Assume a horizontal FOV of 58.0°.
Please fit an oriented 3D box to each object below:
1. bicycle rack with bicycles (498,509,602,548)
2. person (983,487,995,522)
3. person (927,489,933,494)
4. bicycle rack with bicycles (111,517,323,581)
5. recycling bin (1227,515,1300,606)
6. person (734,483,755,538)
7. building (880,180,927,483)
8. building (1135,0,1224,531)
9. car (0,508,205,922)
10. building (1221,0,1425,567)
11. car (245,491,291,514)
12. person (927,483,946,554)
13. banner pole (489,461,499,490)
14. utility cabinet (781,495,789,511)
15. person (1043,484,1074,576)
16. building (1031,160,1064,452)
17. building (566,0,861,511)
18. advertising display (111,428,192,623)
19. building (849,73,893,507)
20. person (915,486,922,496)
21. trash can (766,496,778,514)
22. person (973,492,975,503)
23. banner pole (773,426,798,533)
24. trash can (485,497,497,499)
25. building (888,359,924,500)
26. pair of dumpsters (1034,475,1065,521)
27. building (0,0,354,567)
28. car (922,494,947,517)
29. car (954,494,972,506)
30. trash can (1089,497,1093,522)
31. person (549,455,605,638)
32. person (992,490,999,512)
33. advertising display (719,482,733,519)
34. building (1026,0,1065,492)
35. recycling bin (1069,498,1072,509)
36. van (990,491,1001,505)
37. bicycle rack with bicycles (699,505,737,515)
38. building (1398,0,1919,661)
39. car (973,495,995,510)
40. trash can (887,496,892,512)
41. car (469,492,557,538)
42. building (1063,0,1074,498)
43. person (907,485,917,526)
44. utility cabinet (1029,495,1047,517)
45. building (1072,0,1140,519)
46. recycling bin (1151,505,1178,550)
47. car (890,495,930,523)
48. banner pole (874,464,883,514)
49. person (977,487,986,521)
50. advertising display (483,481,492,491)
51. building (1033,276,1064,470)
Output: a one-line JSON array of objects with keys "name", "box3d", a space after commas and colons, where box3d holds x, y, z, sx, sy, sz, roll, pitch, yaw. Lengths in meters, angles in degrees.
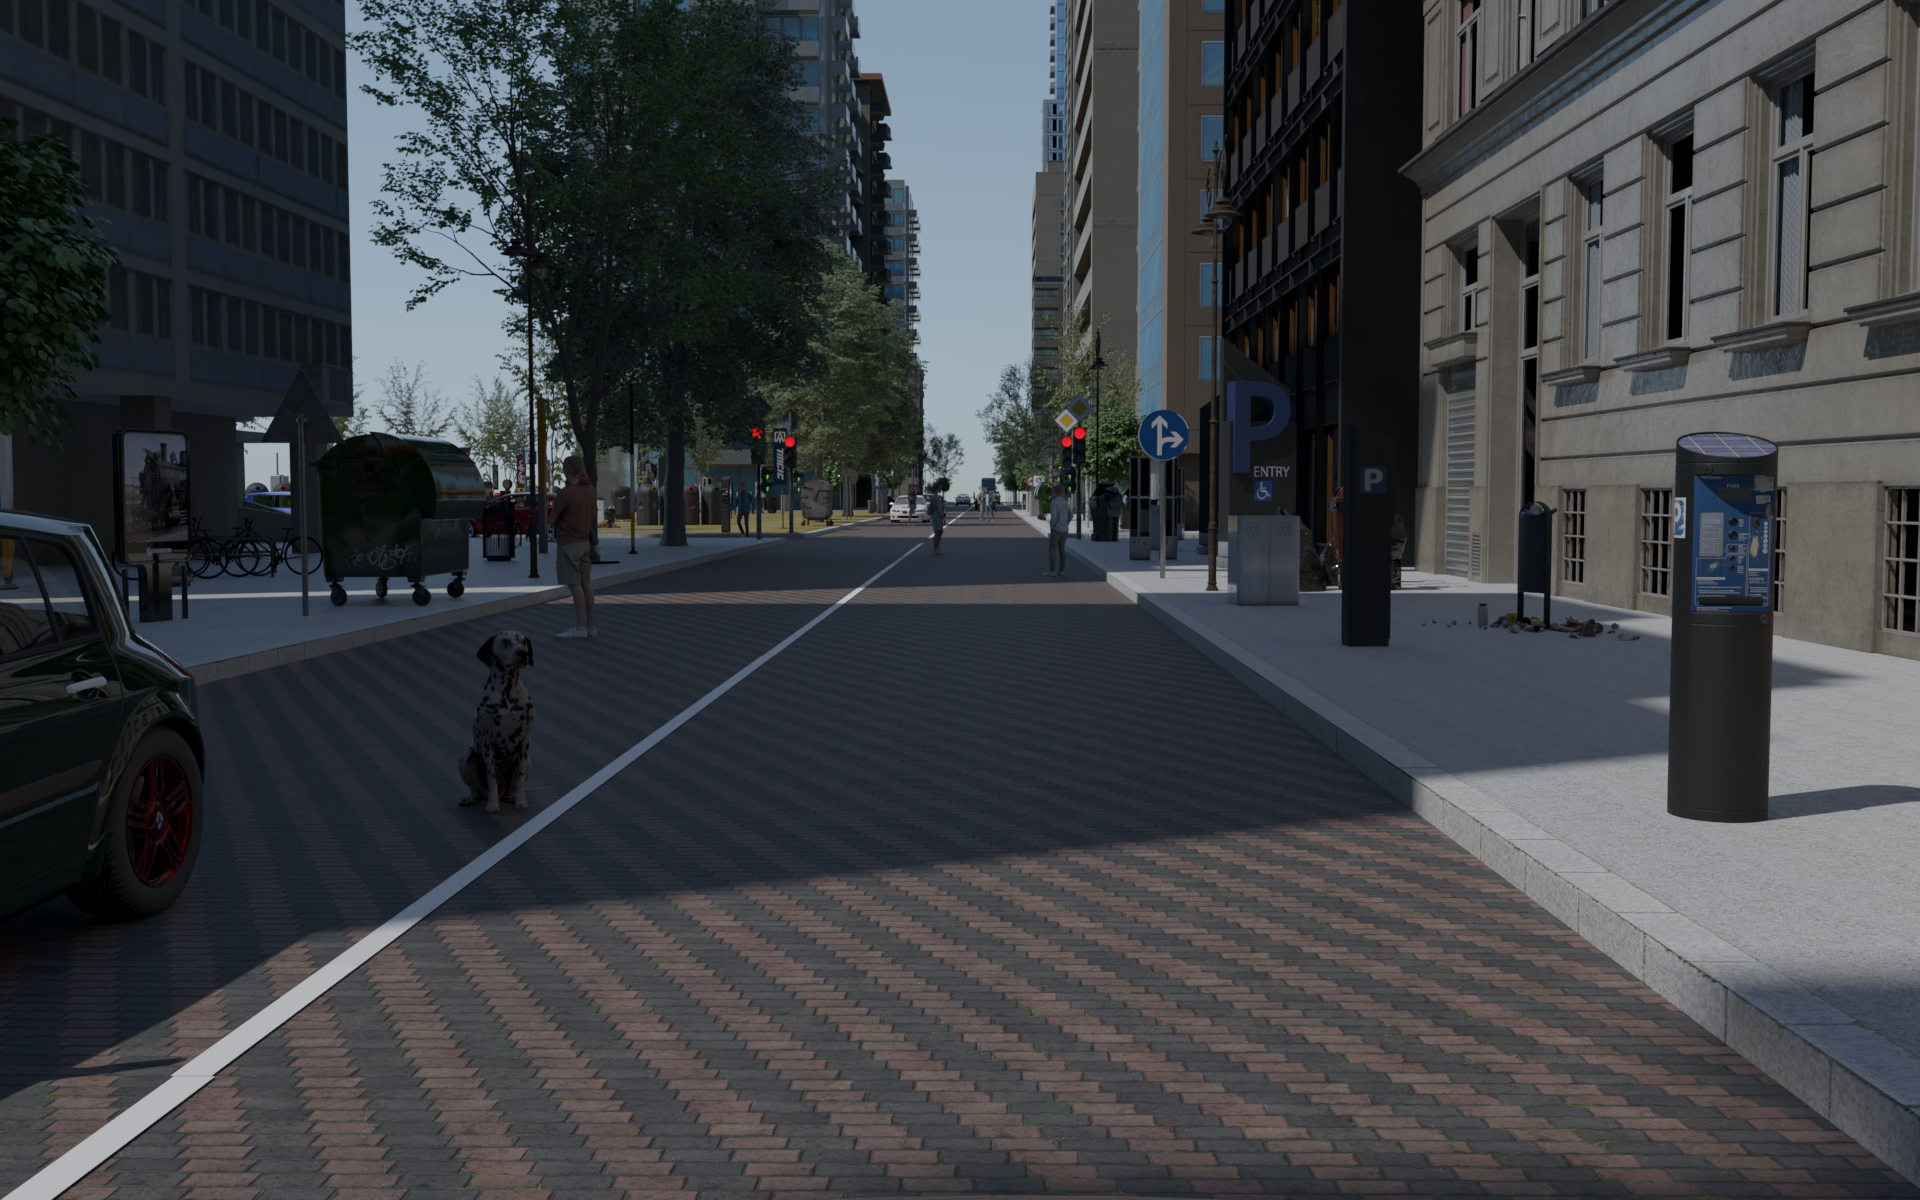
[{"name": "bicycle rack with bicycles", "box3d": [-9.869, -1.751, 42.016, 2.852, 0.926, 2.925, 0, 4, 4]}, {"name": "person", "box3d": [1.488, -4.967, 90.056, 0.623, 1.781, 0.721, 1, 4, 22]}, {"name": "person", "box3d": [-2.093, -6.920, 121.828, 0.592, 1.802, 0.473, 3, 5, 40]}, {"name": "bicycle rack with bicycles", "box3d": [-11.491, -0.835, 27.028, 2.925, 0.926, 2.852, -1, 4, -19]}, {"name": "recycling bin", "box3d": [3.538, -0.469, 20.224, 0.722, 1.027, 0.722, 0, 4, -1]}, {"name": "person", "box3d": [-6.693, -2.746, 53.747, 0.601, 1.785, 0.444, 1, 4, 17]}, {"name": "building", "box3d": [-17.292, -39.365, 263.229, 23.786, 49.044, 30.456, 0, 4, 1]}, {"name": "building", "box3d": [14.366, -25.414, 65.622, 14.200, 45.320, 14.600, 0, 4, 1]}, {"name": "car", "box3d": [-3.616, 0.320, 4.555, 2.009, 1.686, 4.222, 0, 4, 2]}, {"name": "building", "box3d": [12.914, -12.703, 37.369, 12.332, 23.373, 15.834, 0, 4, 1]}, {"name": "car", "box3d": [-20.713, -2.725, 54.146, 3.694, 1.707, 1.945, 0, 4, 1]}, {"name": "person", "box3d": [-0.549, -1.962, 41.585, 0.522, 1.701, 0.512, -1, 4, -21]}, {"name": "banner pole", "box3d": [-34.593, -8.462, 128.378, 0.863, 3.779, 0.401, -2, 4, -26]}, {"name": "utility cabinet", "box3d": [-12.881, -7.143, 127.947, 0.306, 1.237, 1.020, 1, 4, 20]}, {"name": "person", "box3d": [1.732, -1.229, 30.397, 0.589, 1.601, 0.330, -3, 4, -37]}, {"name": "building", "box3d": [21.129, -38.122, 246.992, 21.300, 48.544, 21.600, 0, 4, 1]}, {"name": "building", "box3d": [-20.087, -32.293, 147.604, 23.786, 49.044, 30.456, 0, 4, 1]}, {"name": "advertising display", "box3d": [-8.094, -0.744, 17.385, 0.123, 1.923, 0.974, 1, 4, 14]}, {"name": "building", "box3d": [-18.388, -32.004, 177.894, 22.147, 44.769, 28.867, 0, 4, 1]}, {"name": "person", "box3d": [-2.455, -5.475, 97.370, 0.474, 1.900, 0.648, 2, 4, 24]}, {"name": "trash can", "box3d": [-12.384, -6.266, 114.096, 0.748, 1.137, 0.748, 0, 3, 0]}, {"name": "person", "box3d": [2.143, -15.806, 266.906, 0.705, 1.826, 1.348, 0, 4, -7]}, {"name": "banner pole", "box3d": [-5.834, -4.141, 57.729, 0.863, 3.779, 0.401, 0, 4, 5]}, {"name": "trash can", "box3d": [-20.323, -3.847, 74.544, 0.748, 1.137, 0.748, 0, 3, 0]}, {"name": "building", "box3d": [-19.184, -23.819, 234.475, 27.650, 21.520, 28.899, 0, 4, 1]}, {"name": "pair of dumpsters", "box3d": [4.465, -5.018, 84.537, 1.574, 2.255, 4.437, 0, 4, 1]}, {"name": "building", "box3d": [-25.225, -20.771, 31.492, 23.993, 40.220, 32.217, 0, 4, 1]}, {"name": "car", "box3d": [-1.802, -6.035, 108.456, 2.009, 1.686, 4.222, 0, 4, 3]}, {"name": "car", "box3d": [0.373, -11.899, 206.339, 2.131, 1.459, 4.920, 0, 4, 1]}, {"name": "trash can", "box3d": [6.259, -4.115, 78.930, 0.748, 1.137, 0.748, 0, 3, 0]}, {"name": "person", "box3d": [-3.852, -0.546, 17.396, 0.573, 1.828, 0.580, -2, 4, -25]}, {"name": "person", "box3d": [2.777, -7.908, 138.319, 0.617, 1.759, 0.750, 1, 4, 19]}, {"name": "advertising display", "box3d": [-12.214, -5.210, 90.400, 0.974, 1.923, 0.123, 3, 5, 40]}, {"name": "building", "box3d": [21.810, -58.725, 272.820, 22.319, 86.520, 31.000, 0, 4, 1]}, {"name": "recycling bin", "box3d": [7.102, -6.248, 114.712, 0.722, 1.027, 0.722, 2, 4, 30]}, {"name": "van", "box3d": [4.633, -13.914, 234.509, 2.013, 2.044, 4.112, 0, 4, -1]}, {"name": "bicycle rack with bicycles", "box3d": [-14.578, -5.533, 103.843, 2.925, 0.926, 2.852, 0, 4, -2]}, {"name": "building", "box3d": [14.597, -11.045, 13.877, 16.112, 22.955, 30.059, 0, 4, 1]}, {"name": "car", "box3d": [2.259, -9.009, 156.339, 2.155, 1.783, 4.494, 0, 4, 2]}, {"name": "trash can", "box3d": [-5.179, -6.838, 123.456, 0.748, 1.137, 0.748, 0, 3, 0]}, {"name": "car", "box3d": [-13.519, -2.669, 52.684, 4.494, 1.783, 2.155, 0, 4, 2]}, {"name": "building", "box3d": [20.061, -46.174, 193.197, 20.563, 71.187, 20.611, 0, 4, 1]}, {"name": "person", "box3d": [-2.185, -4.295, 78.698, 0.573, 1.828, 0.580, -3, 5, -40]}, {"name": "utility cabinet", "box3d": [4.469, -5.357, 98.750, 1.020, 1.237, 0.306, -1, 4, -21]}, {"name": "building", "box3d": [17.585, -29.021, 98.193, 21.300, 48.544, 21.600, 0, 4, 1]}, {"name": "recycling bin", "box3d": [4.560, -1.667, 39.816, 0.722, 1.027, 0.722, 2, 4, 28]}, {"name": "car", "box3d": [-2.495, -4.615, 87.813, 2.083, 1.381, 4.827, 0, 4, 2]}, {"name": "banner pole", "box3d": [-5.123, -7.318, 109.671, 0.863, 3.779, 0.401, 2, 4, 32]}, {"name": "person", "box3d": [1.228, -5.223, 93.996, 0.391, 1.810, 0.635, 2, 4, 35]}, {"name": "advertising display", "box3d": [-23.712, -4.953, 86.189, 0.123, 1.923, 0.974, 3, 5, 40]}, {"name": "building", "box3d": [16.678, -28.018, 229.797, 14.160, 30.474, 14.107, 0, 4, 1]}]
